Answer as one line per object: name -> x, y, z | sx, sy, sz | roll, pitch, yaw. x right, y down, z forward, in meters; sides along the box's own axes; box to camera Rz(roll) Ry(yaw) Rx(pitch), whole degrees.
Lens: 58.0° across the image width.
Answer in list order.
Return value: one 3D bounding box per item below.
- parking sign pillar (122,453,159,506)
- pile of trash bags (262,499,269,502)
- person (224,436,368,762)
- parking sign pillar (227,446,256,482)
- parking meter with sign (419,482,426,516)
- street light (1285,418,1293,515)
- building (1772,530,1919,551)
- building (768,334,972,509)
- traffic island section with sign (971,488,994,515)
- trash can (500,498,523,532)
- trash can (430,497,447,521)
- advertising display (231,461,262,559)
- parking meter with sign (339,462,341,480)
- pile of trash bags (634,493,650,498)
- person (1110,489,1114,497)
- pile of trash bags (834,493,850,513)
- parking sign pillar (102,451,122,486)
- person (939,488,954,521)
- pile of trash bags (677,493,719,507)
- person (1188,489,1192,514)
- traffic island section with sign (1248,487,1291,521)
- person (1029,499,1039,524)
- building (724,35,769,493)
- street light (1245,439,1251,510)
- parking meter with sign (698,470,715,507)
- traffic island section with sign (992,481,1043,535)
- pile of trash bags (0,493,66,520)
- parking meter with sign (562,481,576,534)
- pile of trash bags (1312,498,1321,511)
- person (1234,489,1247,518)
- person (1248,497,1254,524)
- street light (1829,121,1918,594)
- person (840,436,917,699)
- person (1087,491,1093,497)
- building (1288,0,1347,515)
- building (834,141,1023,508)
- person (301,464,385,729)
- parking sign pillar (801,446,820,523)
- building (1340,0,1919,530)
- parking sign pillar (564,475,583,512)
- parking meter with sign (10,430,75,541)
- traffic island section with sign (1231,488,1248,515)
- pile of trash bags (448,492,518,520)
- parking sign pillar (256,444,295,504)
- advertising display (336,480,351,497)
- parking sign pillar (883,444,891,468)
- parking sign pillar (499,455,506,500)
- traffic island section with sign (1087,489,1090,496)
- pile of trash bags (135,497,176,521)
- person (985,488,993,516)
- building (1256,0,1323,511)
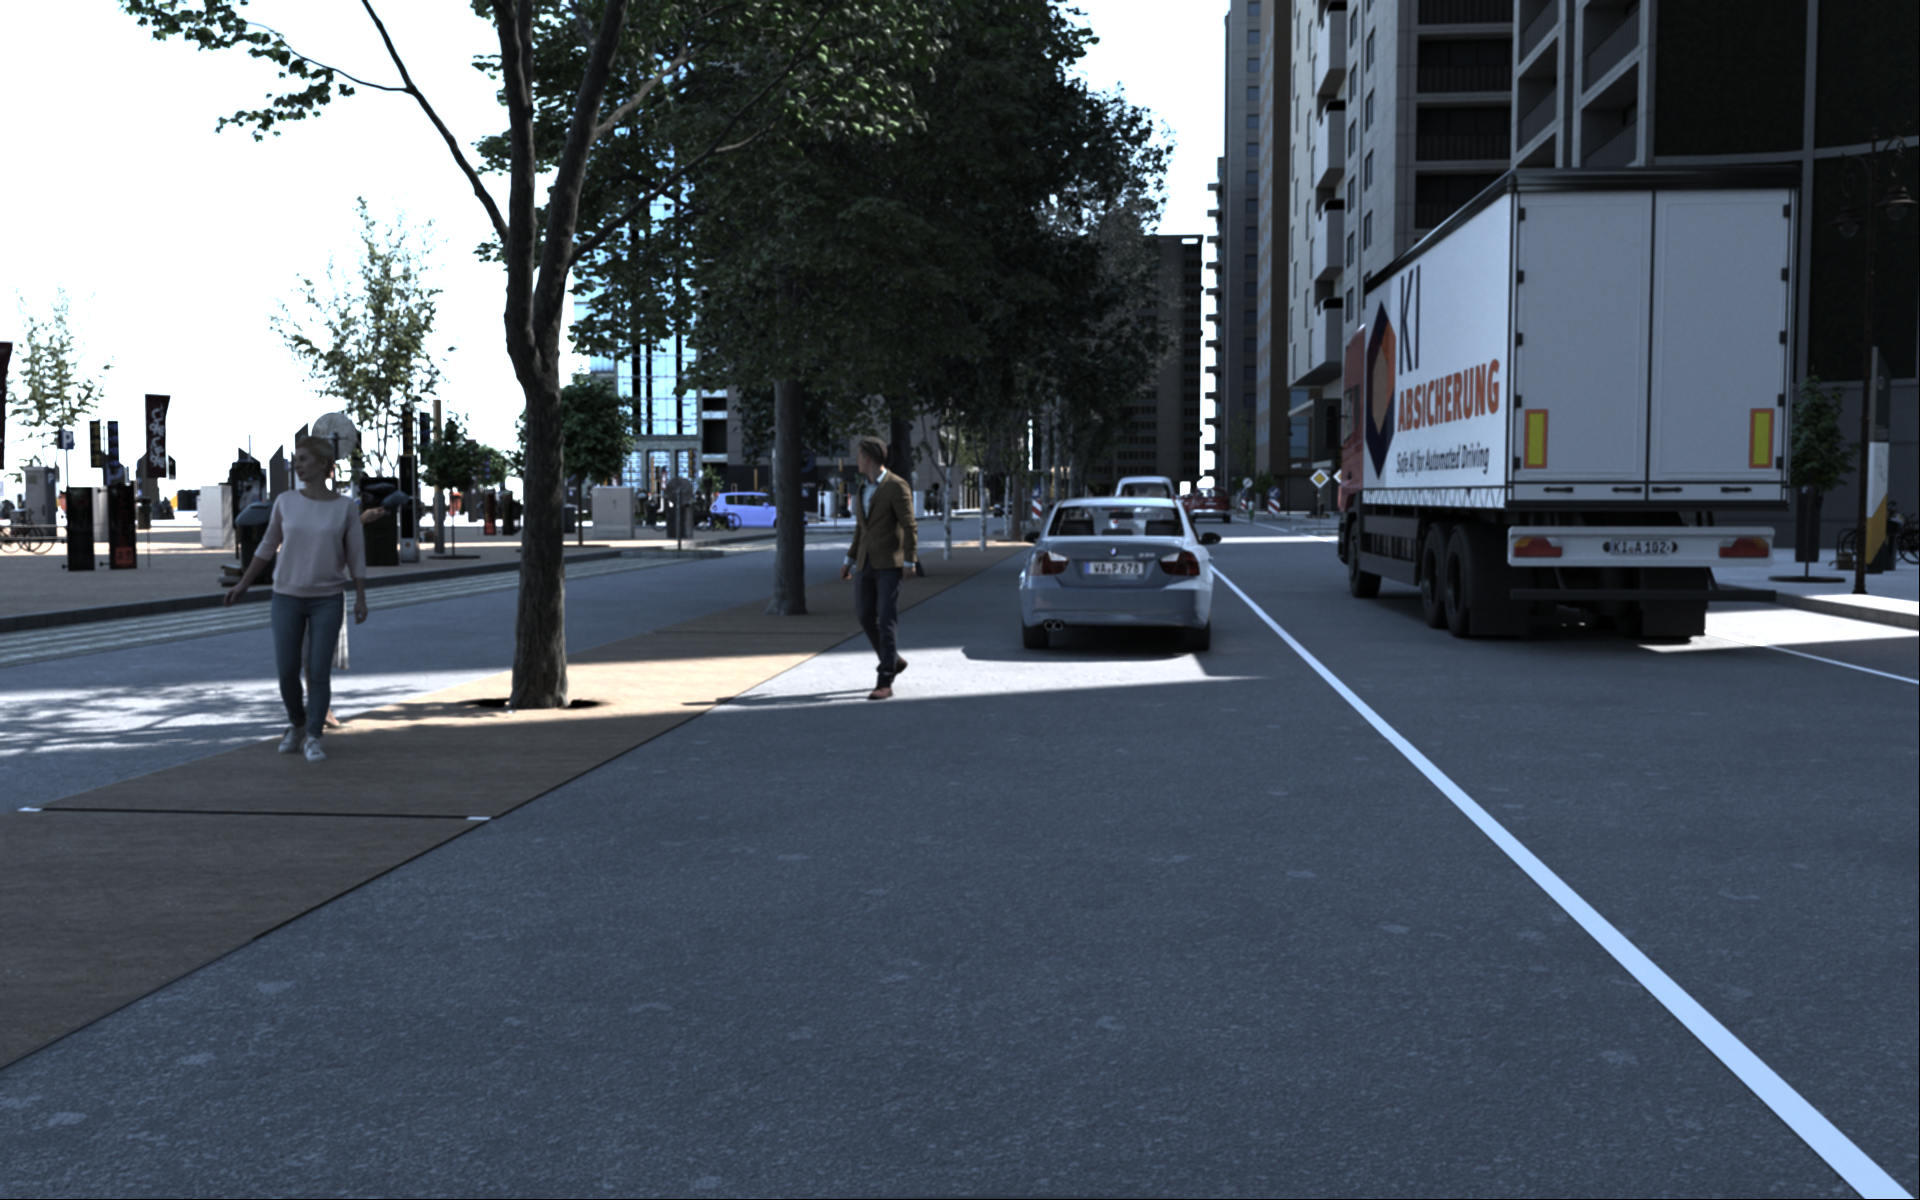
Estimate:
parking sign pillar -> -42.238, -6.207, 89.949 | 1.447, 3.967, 1.447 | 1, 4, 12
pile of trash bags -> -55.395, -7.709, 135.799 | 1.912, 1.369, 3.447 | 0, 4, -1
person -> -3.589, -0.012, 9.372 | 0.731, 1.740, 0.598 | -1, 4, -18
parking sign pillar -> -39.924, -6.653, 97.242 | 1.447, 3.967, 1.447 | 0, 4, 3
parking meter with sign -> -31.313, -6.320, 99.598 | 1.738, 3.016, 0.543 | 3, 5, 44
street light -> 19.875, -8.067, 104.686 | 0.468, 5.910, 1.993 | 0, 4, 6
building -> 24.594, -36.993, 43.091 | 20.563, 71.187, 20.611 | 0, 4, 6
building -> -7.017, -45.075, 175.231 | 20.563, 71.187, 20.611 | 0, 4, 6
traffic island section with sign -> 1.821, -6.904, 121.503 | 1.989, 1.847, 2.006 | 0, 4, 6
trash can -> -15.071, -2.848, 58.214 | 0.748, 1.137, 0.748 | 0, 3, 0
trash can -> -23.880, -4.143, 79.392 | 0.748, 1.137, 0.748 | 0, 3, 0
advertising display -> -14.160, -1.786, 34.409 | 0.123, 1.923, 0.974 | 0, 4, 5
parking meter with sign -> -33.337, -6.077, 95.613 | 1.738, 3.016, 0.543 | -1, 4, -14
pile of trash bags -> -24.464, -7.618, 134.307 | 1.912, 1.369, 3.447 | -1, 4, -22
person -> 12.044, -7.922, 138.030 | 0.388, 1.821, 0.555 | 0, 4, 2
pile of trash bags -> -8.371, -6.274, 112.327 | 1.912, 1.369, 3.447 | 3, 5, 39
parking sign pillar -> -52.964, -7.339, 108.460 | 1.447, 3.967, 1.447 | -3, 4, -38
person -> -0.748, -5.127, 92.608 | 0.850, 1.792, 0.678 | 1, 4, 14
pile of trash bags -> -20.210, -7.553, 133.246 | 3.447, 1.369, 1.912 | 0, 4, 2
person -> 16.022, -6.875, 121.077 | 0.590, 1.801, 0.661 | 2, 4, 30
traffic island section with sign -> 16.595, -5.131, 92.523 | 1.989, 1.847, 2.006 | 0, 4, 6
person -> 3.537, -4.529, 82.800 | 0.529, 1.795, 0.600 | 3, 4, 38
building -> -8.666, -43.821, 154.721 | 20.563, 71.187, 20.611 | 0, 4, 6
street light -> 23.545, -10.341, 141.866 | 0.468, 5.910, 1.993 | 0, 4, 6
parking meter with sign -> -18.429, -8.014, 127.290 | 0.543, 3.016, 1.738 | 2, 4, 32
traffic island section with sign -> 2.224, -3.261, 61.450 | 2.006, 1.907, 1.989 | 0, 4, 6
pile of trash bags -> -46.426, -4.713, 86.804 | 3.447, 1.369, 1.912 | -1, 4, -20
parking meter with sign -> -13.158, -3.660, 56.099 | 0.543, 3.016, 1.738 | 2, 4, 25
pile of trash bags -> 27.000, -7.076, 125.447 | 1.912, 1.369, 3.447 | -1, 4, -21
person -> 17.039, -5.869, 105.210 | 0.760, 1.731, 0.466 | -1, 4, -10
person -> 14.101, -4.351, 83.886 | 0.306, 1.304, 0.590 | 1, 4, 17
street light -> 11.534, -3.012, 22.027 | 0.468, 5.910, 1.993 | 0, 4, 6
person -> -0.582, -0.245, 12.413 | 0.656, 1.842, 0.836 | 1, 4, 15
person -> 3.630, -2.292, 48.566 | 0.523, 1.515, 0.503 | -1, 4, -13
building -> 34.711, -31.518, 104.559 | 28.713, 52.752, 27.495 | 0, 4, 6
building -> -3.102, -47.149, 209.142 | 20.611, 71.187, 20.563 | 0, 4, 6
person -> -3.816, -0.093, 10.584 | 0.524, 1.755, 0.480 | -2, 4, -32
parking sign pillar -> -6.924, -5.373, 76.326 | 1.447, 3.967, 1.447 | -2, 4, -28
building -> 28.671, -38.992, 75.772 | 20.611, 71.187, 20.563 | 0, 4, 6
parking sign pillar -> -27.984, -8.359, 125.149 | 1.447, 3.967, 1.447 | 2, 4, 30
parking meter with sign -> -25.128, -3.123, 47.326 | 1.738, 3.016, 0.543 | 1, 4, 10
traffic island section with sign -> 19.380, -6.832, 120.333 | 1.989, 1.847, 2.006 | 0, 4, 6
pile of trash bags -> -23.726, -4.682, 86.300 | 3.447, 1.369, 1.912 | -2, 4, -32
parking sign pillar -> -36.634, -6.404, 93.171 | 1.447, 3.967, 1.447 | 3, 4, 37
advertising display -> -28.918, -4.662, 81.431 | 0.974, 1.923, 0.123 | -3, 5, -43
parking sign pillar -> -4.113, -6.181, 89.527 | 1.447, 3.967, 1.447 | -1, 4, -18
parking sign pillar -> -31.313, -7.956, 118.551 | 1.447, 3.967, 1.447 | -1, 4, -12
traffic island section with sign -> 10.449, -8.284, 143.586 | 2.006, 1.907, 1.989 | 0, 4, 6
pile of trash bags -> -40.213, -4.593, 84.848 | 3.447, 1.369, 1.912 | 1, 4, 12
person -> 1.759, -6.384, 113.053 | 0.728, 1.800, 0.709 | 1, 4, 9
building -> 30.589, -29.604, 134.134 | 14.600, 45.320, 14.200 | 0, 4, 6
